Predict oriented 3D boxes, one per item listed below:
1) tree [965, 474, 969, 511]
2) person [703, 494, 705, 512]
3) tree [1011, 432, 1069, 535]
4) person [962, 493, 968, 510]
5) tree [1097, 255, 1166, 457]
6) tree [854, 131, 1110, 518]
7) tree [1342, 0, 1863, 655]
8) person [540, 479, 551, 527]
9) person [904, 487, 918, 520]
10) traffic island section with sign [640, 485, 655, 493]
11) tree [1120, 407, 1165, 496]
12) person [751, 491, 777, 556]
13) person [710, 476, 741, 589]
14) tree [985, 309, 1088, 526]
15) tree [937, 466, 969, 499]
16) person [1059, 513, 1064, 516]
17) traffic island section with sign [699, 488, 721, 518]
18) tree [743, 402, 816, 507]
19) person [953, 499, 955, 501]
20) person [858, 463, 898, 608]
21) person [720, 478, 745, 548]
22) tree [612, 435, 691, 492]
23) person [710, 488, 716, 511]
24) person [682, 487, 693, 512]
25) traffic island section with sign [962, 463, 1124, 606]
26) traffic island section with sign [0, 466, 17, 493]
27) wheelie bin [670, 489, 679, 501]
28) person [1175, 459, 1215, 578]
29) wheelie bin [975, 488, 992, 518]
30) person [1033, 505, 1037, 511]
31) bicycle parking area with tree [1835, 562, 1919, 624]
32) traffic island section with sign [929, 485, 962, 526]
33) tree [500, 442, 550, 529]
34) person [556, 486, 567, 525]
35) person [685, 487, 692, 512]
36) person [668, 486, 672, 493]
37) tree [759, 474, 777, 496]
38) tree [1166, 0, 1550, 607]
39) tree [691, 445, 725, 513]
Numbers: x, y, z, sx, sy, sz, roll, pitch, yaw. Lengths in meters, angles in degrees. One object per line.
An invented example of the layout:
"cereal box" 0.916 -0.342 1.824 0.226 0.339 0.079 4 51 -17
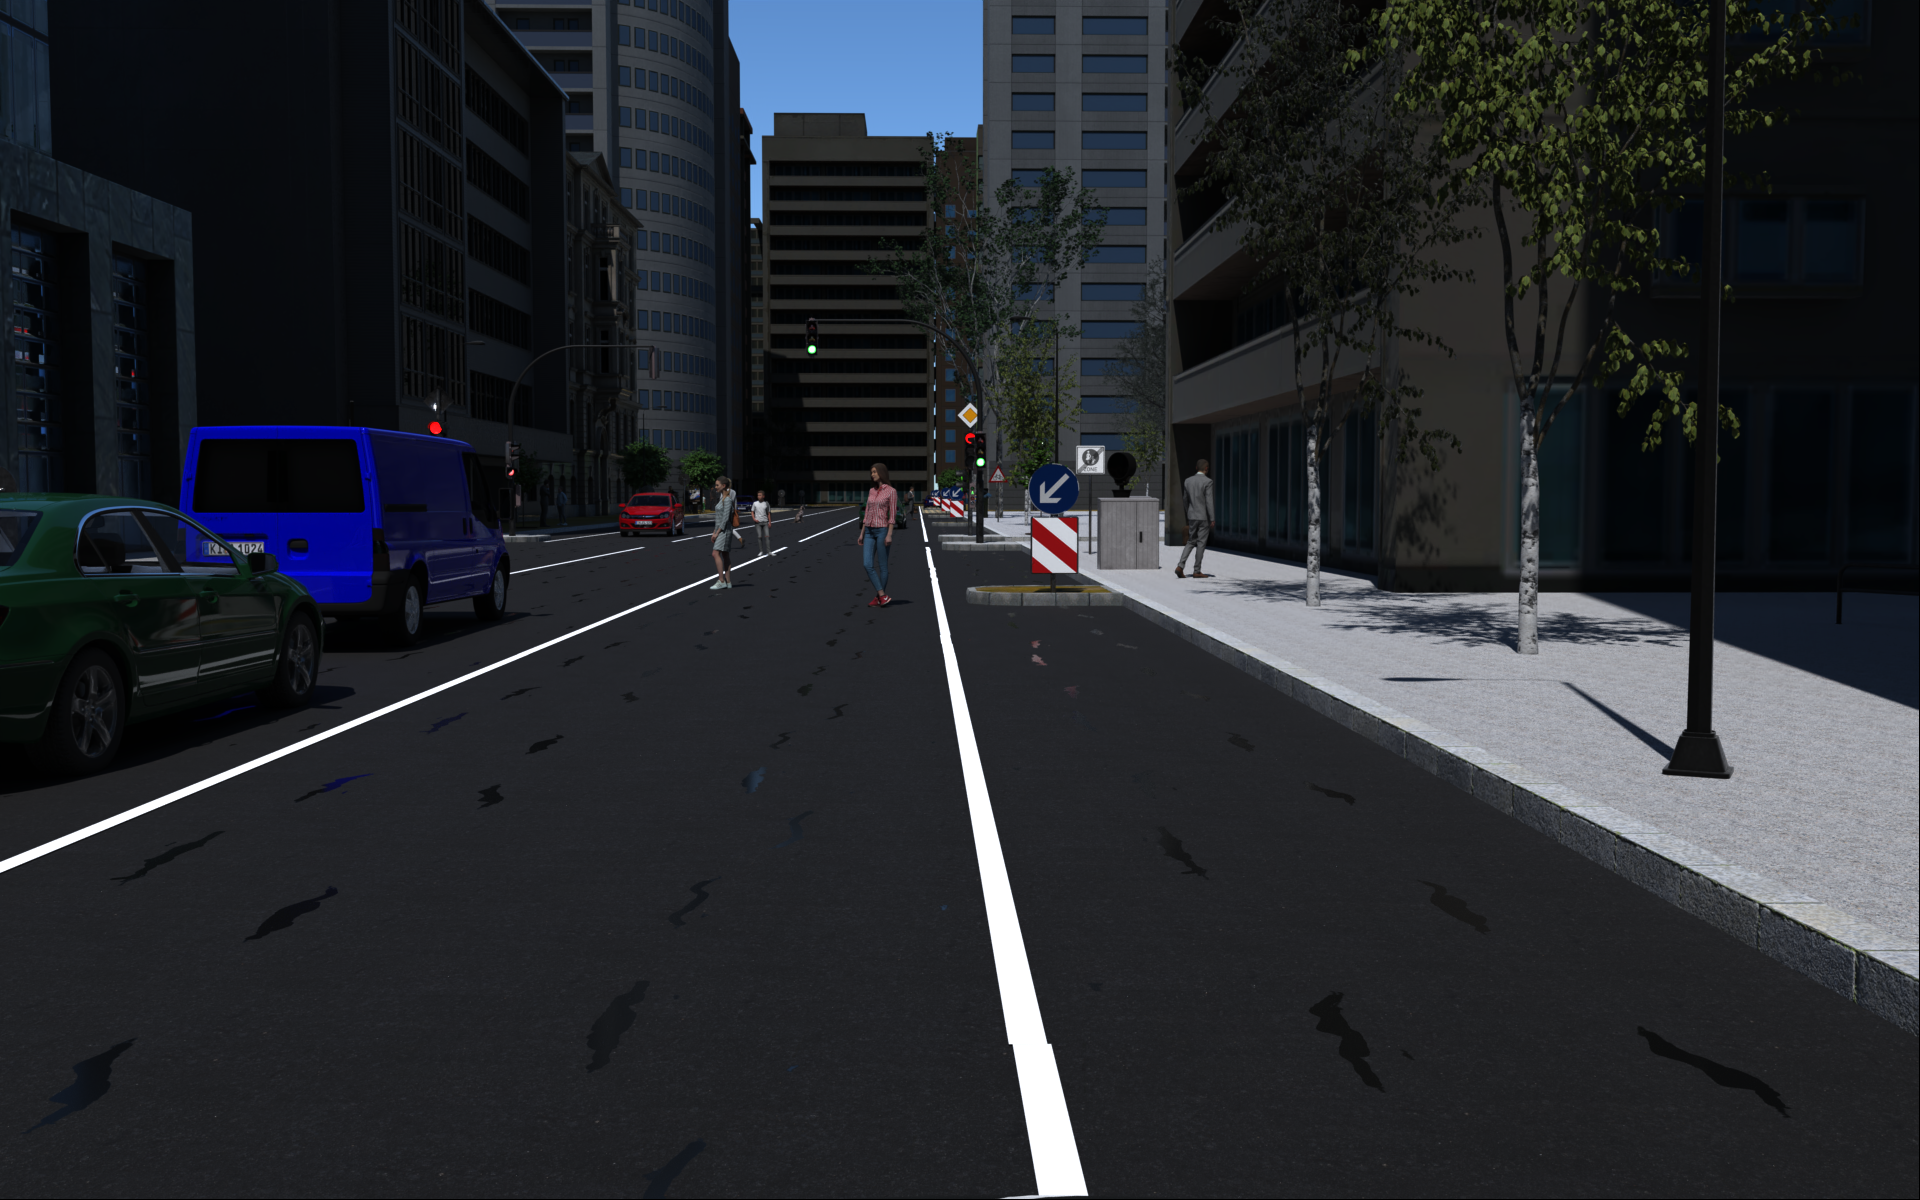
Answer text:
"tree" 1.004 -8.386 131.713 1.663 3.219 1.824 0 3 0
"person" -18.083 -6.830 121.965 0.306 1.304 0.590 -1 4 -11
"tree" 2.535 -3.669 54.583 1.663 3.219 1.824 0 3 0
"person" 0.263 -8.100 139.201 0.721 1.743 1.217 -3 4 -36
"tree" 11.158 -10.156 76.427 12.009 13.543 11.850 0 3 0
"tree" 0.674 -14.460 92.316 12.611 20.169 13.585 0 3 0
"tree" 4.628 -3.857 13.427 4.737 8.622 4.395 0 3 0
"person" -16.128 -3.766 67.422 0.447 1.846 0.655 -2 4 -32
"person" -2.724 -5.280 94.787 0.822 1.834 0.622 0 4 -1
"traffic island section with sign" -14.000 -4.216 77.559 1.989 1.847 2.006 0 4 -1
"tree" 13.058 -10.423 120.786 4.737 8.622 4.395 0 3 0
"person" -4.532 -1.767 39.989 0.503 1.515 0.523 -3 5 -42
"person" -3.588 -1.027 26.297 0.522 1.701 0.512 -1 4 -20
"tree" 2.846 -7.328 70.179 4.737 8.622 4.395 0 3 0
"tree" -1.145 -13.588 205.878 4.285 4.588 4.351 0 3 0
"person" 3.563 -3.249 60.971 0.330 1.601 0.589 0 4 0
"traffic island section with sign" -14.664 -5.864 104.506 1.989 1.847 2.006 0 4 -1
"tree" -18.957 -14.779 176.046 8.767 10.594 7.601 -1 4 -10
"person" -0.664 -11.964 202.449 0.445 1.727 0.742 -1 4 -21
"person" -1.058 -0.825 22.002 0.555 1.821 0.388 2 4 27
"person" -5.974 -2.236 44.935 0.818 1.842 0.514 1 4 13
"tree" -17.497 -6.850 95.707 4.285 4.588 4.351 0 3 0
"person" -18.763 -7.646 131.608 0.434 1.755 0.990 -2 4 -29
"person" -19.470 -7.228 124.430 0.699 1.804 1.509 -2 4 -31
"traffic island section with sign" 1.089 -0.889 23.158 1.989 1.847 2.006 0 4 -1
"traffic island section with sign" -12.604 -0.820 22.041 1.989 1.847 2.006 0 4 -1
"wheelie bin" -16.933 -5.767 102.195 0.693 1.594 0.980 -1 4 -10
"person" 3.653 -1.242 26.478 0.709 1.813 0.853 3 5 43
"wheelie bin" 1.231 -5.229 93.407 0.980 1.594 0.693 0 4 -3
"person" 5.812 -7.637 131.846 0.756 1.711 0.436 -1 4 -14
"bicycle parking area with tree" 13.099 -1.737 15.400 8.231 4.147 9.016 -1 4 -10
"traffic island section with sign" -0.273 -4.236 77.890 1.989 1.847 2.006 0 4 -1
"tree" -16.483 -4.300 64.906 1.663 3.219 1.824 0 3 0
"person" -16.438 -3.883 71.340 0.589 1.601 0.330 3 5 43
"person" -20.010 -7.380 126.892 0.526 1.800 0.537 -2 4 -34
"person" -18.708 -6.382 110.608 0.699 1.804 1.509 -3 5 -44
"tree" -18.953 -10.781 170.864 1.663 3.219 1.824 0 3 0
"tree" 4.098 -4.218 19.335 4.360 8.622 3.978 0 3 0
"tree" -17.415 -8.104 116.215 4.285 4.588 4.351 0 3 0
